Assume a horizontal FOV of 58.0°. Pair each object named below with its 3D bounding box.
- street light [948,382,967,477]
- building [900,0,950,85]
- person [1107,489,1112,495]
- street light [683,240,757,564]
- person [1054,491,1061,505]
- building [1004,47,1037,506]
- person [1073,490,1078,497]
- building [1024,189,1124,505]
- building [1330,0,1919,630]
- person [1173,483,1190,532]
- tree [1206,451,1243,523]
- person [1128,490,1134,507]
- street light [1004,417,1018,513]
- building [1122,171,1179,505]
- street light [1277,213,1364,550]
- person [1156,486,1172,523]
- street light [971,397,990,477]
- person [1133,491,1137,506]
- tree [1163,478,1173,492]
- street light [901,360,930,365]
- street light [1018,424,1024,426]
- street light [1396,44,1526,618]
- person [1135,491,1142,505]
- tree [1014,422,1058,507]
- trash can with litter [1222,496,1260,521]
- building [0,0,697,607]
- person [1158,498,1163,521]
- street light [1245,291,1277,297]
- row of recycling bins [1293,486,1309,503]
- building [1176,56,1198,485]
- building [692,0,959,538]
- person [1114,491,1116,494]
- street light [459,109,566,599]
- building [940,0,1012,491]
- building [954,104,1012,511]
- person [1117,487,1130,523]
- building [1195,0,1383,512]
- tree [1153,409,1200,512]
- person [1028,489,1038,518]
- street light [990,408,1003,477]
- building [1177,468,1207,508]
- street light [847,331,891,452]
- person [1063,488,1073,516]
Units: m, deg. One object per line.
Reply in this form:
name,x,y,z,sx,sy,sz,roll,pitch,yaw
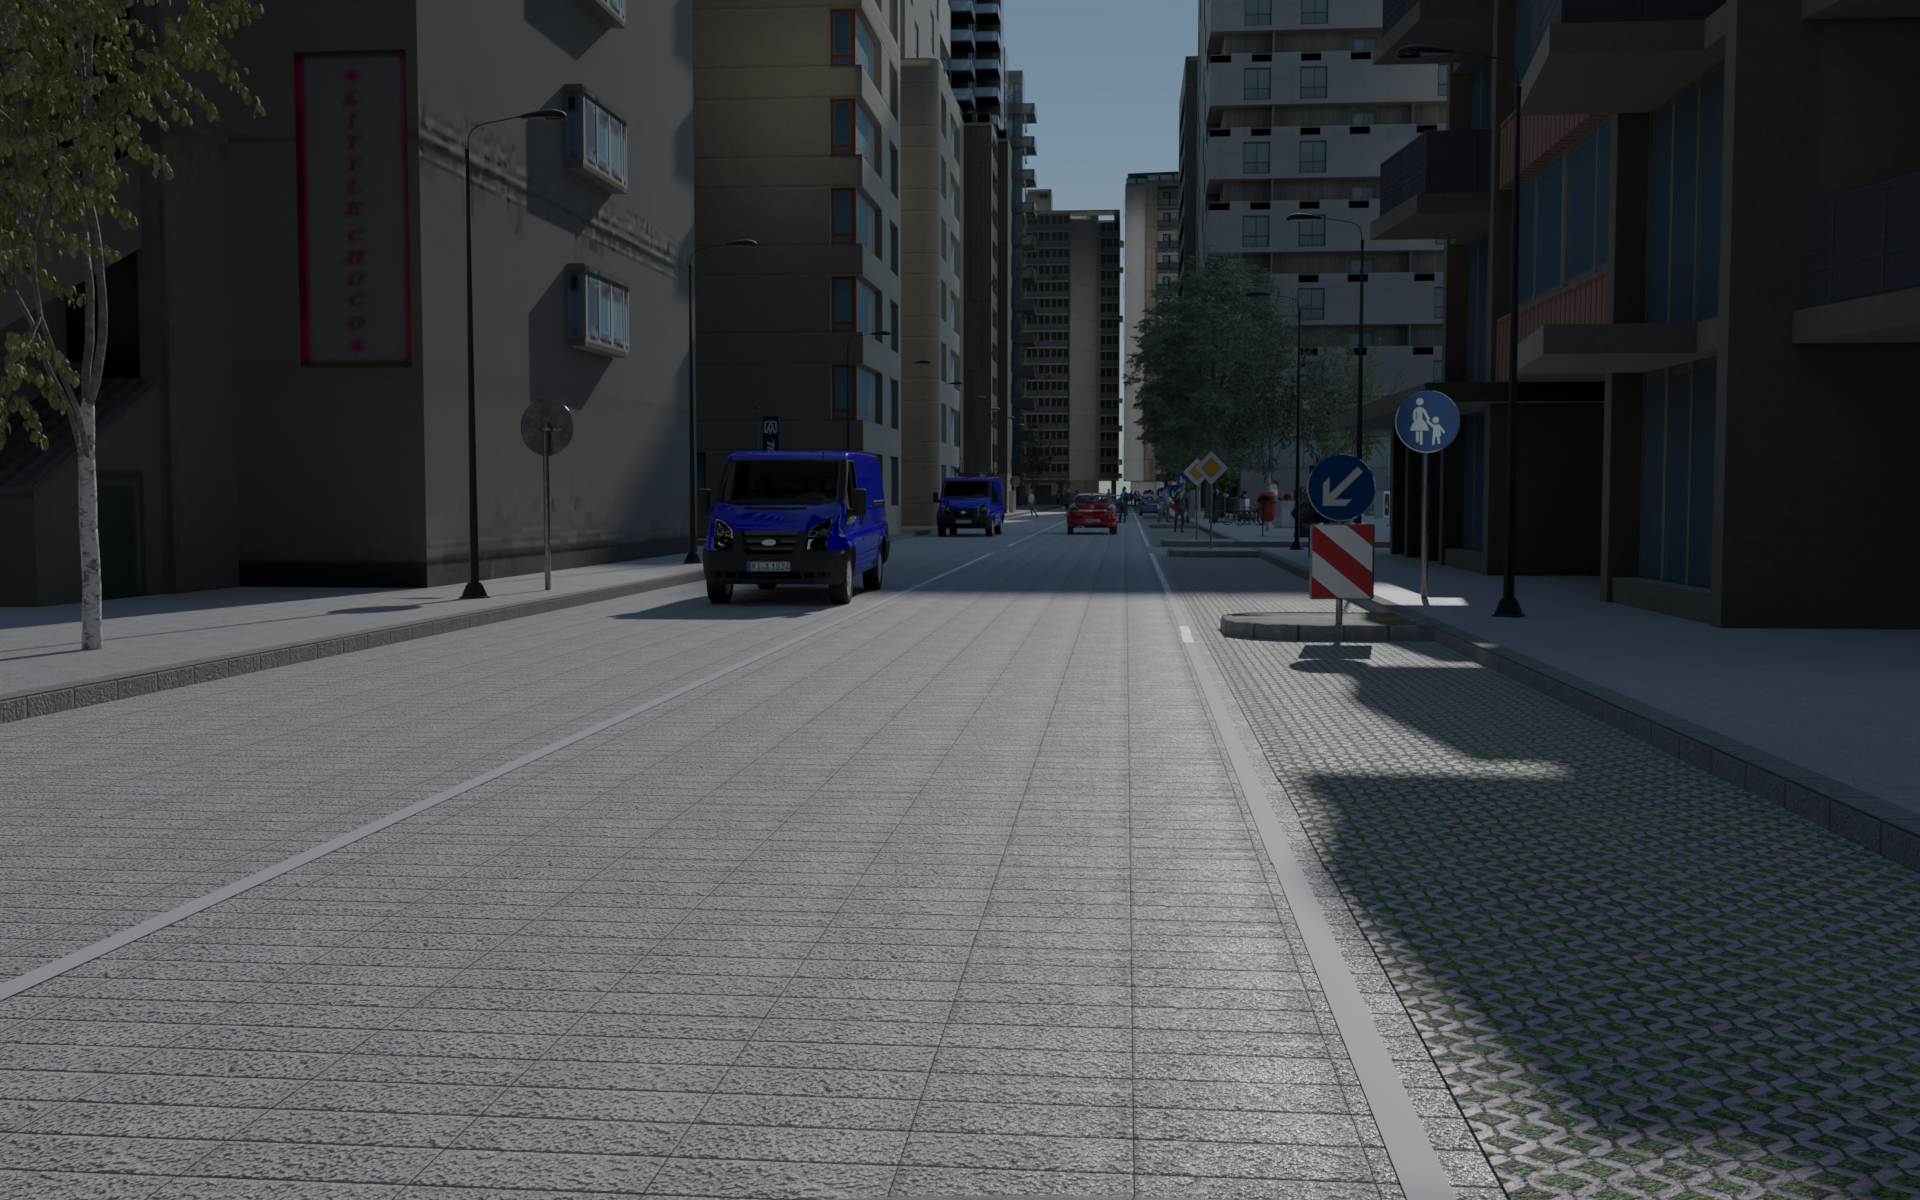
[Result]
street light,-0.593,-6.063,71.675,1.470,5.913,1.316,0,4,5
building,-14.996,-31.559,105.221,28.713,52.752,27.495,0,4,5
person,11.039,-7.346,128.571,1.348,1.831,0.705,1,4,9
street light,-4.408,-3.626,31.823,1.470,5.913,1.316,0,4,5
person,11.567,-12.009,204.942,1.348,1.812,0.705,-3,5,-42
building,-7.165,-34.740,187.607,30.456,49.044,23.786,0,4,5
person,10.892,-9.331,161.068,1.348,1.823,0.705,3,5,40
building,9.000,-32.519,223.568,23.993,40.220,32.217,0,4,5
building,17.637,-22.503,22.553,22.147,44.769,28.867,0,4,5
person,8.224,-3.420,64.386,0.622,1.834,0.822,0,3,0
tree,11.641,-5.099,77.965,1.663,3.219,1.824,0,3,0
person,18.798,-11.103,189.899,0.709,1.838,0.599,-2,4,-28
street light,2.569,-8.054,104.223,1.470,5.913,1.316,0,4,5
building,27.131,-32.387,213.119,14.086,41.232,14.154,0,4,5
street light,6.098,-3.439,28.772,1.470,5.913,1.316,0,4,5
person,10.216,-4.782,86.549,0.748,1.841,0.638,1,4,17
street light,0.520,-6.733,82.618,1.470,5.913,1.316,0,4,5
person,20.152,-11.639,198.742,0.705,1.831,1.348,3,5,40
tree,22.732,-12.032,191.321,1.663,3.219,1.824,0,3,0
street light,-1.724,-5.364,60.244,1.470,5.913,1.316,0,4,5
street light,3.545,-8.713,114.994,1.470,5.913,1.316,0,4,5
street light,5.211,-2.782,18.032,1.470,5.913,1.316,0,4,5
person,17.243,-9.643,167.099,0.756,1.711,0.436,0,4,6
tree,7.582,-13.601,172.735,4.360,8.622,3.978,0,3,0
trash can with litter,13.558,-4.408,83.122,2.233,1.210,1.678,0,4,-4
building,-17.306,-24.695,27.462,21.600,48.544,21.300,0,4,5
person,10.719,-4.790,91.829,0.382,1.210,0.505,-2,4,-34
street light,7.217,-4.111,39.754,1.470,5.913,1.316,0,4,5
row of recycling bins,19.243,-5.112,90.692,3.534,1.692,1.069,1,4,16
building,34.166,-34.263,183.900,21.300,48.544,21.600,0,4,5
building,-15.164,-13.439,64.770,27.650,21.520,28.899,0,4,5
person,17.532,-11.460,196.593,0.721,1.735,1.217,2,4,24
street light,-5.446,-2.971,21.121,1.470,5.913,1.316,0,4,5
building,-6.126,-51.444,153.789,22.319,86.520,31.000,0,4,5
building,-3.511,-22.034,131.962,14.160,30.474,14.107,0,4,5
person,8.049,-4.692,85.404,0.721,1.800,0.419,3,5,43
building,32.904,-33.573,138.162,28.713,52.752,27.495,0,4,5
tree,16.940,-10.629,124.151,4.737,8.622,4.395,0,3,0
person,4.457,-5.855,104.906,0.598,1.740,0.731,1,4,17
street light,1.455,-7.400,93.529,1.470,5.913,1.316,0,4,5
building,31.270,-44.286,162.323,20.563,71.187,20.611,0,4,5
street light,-2.663,-4.706,49.488,1.470,5.913,1.316,0,4,5
person,7.450,-6.425,113.771,1.509,1.804,0.699,3,4,37
